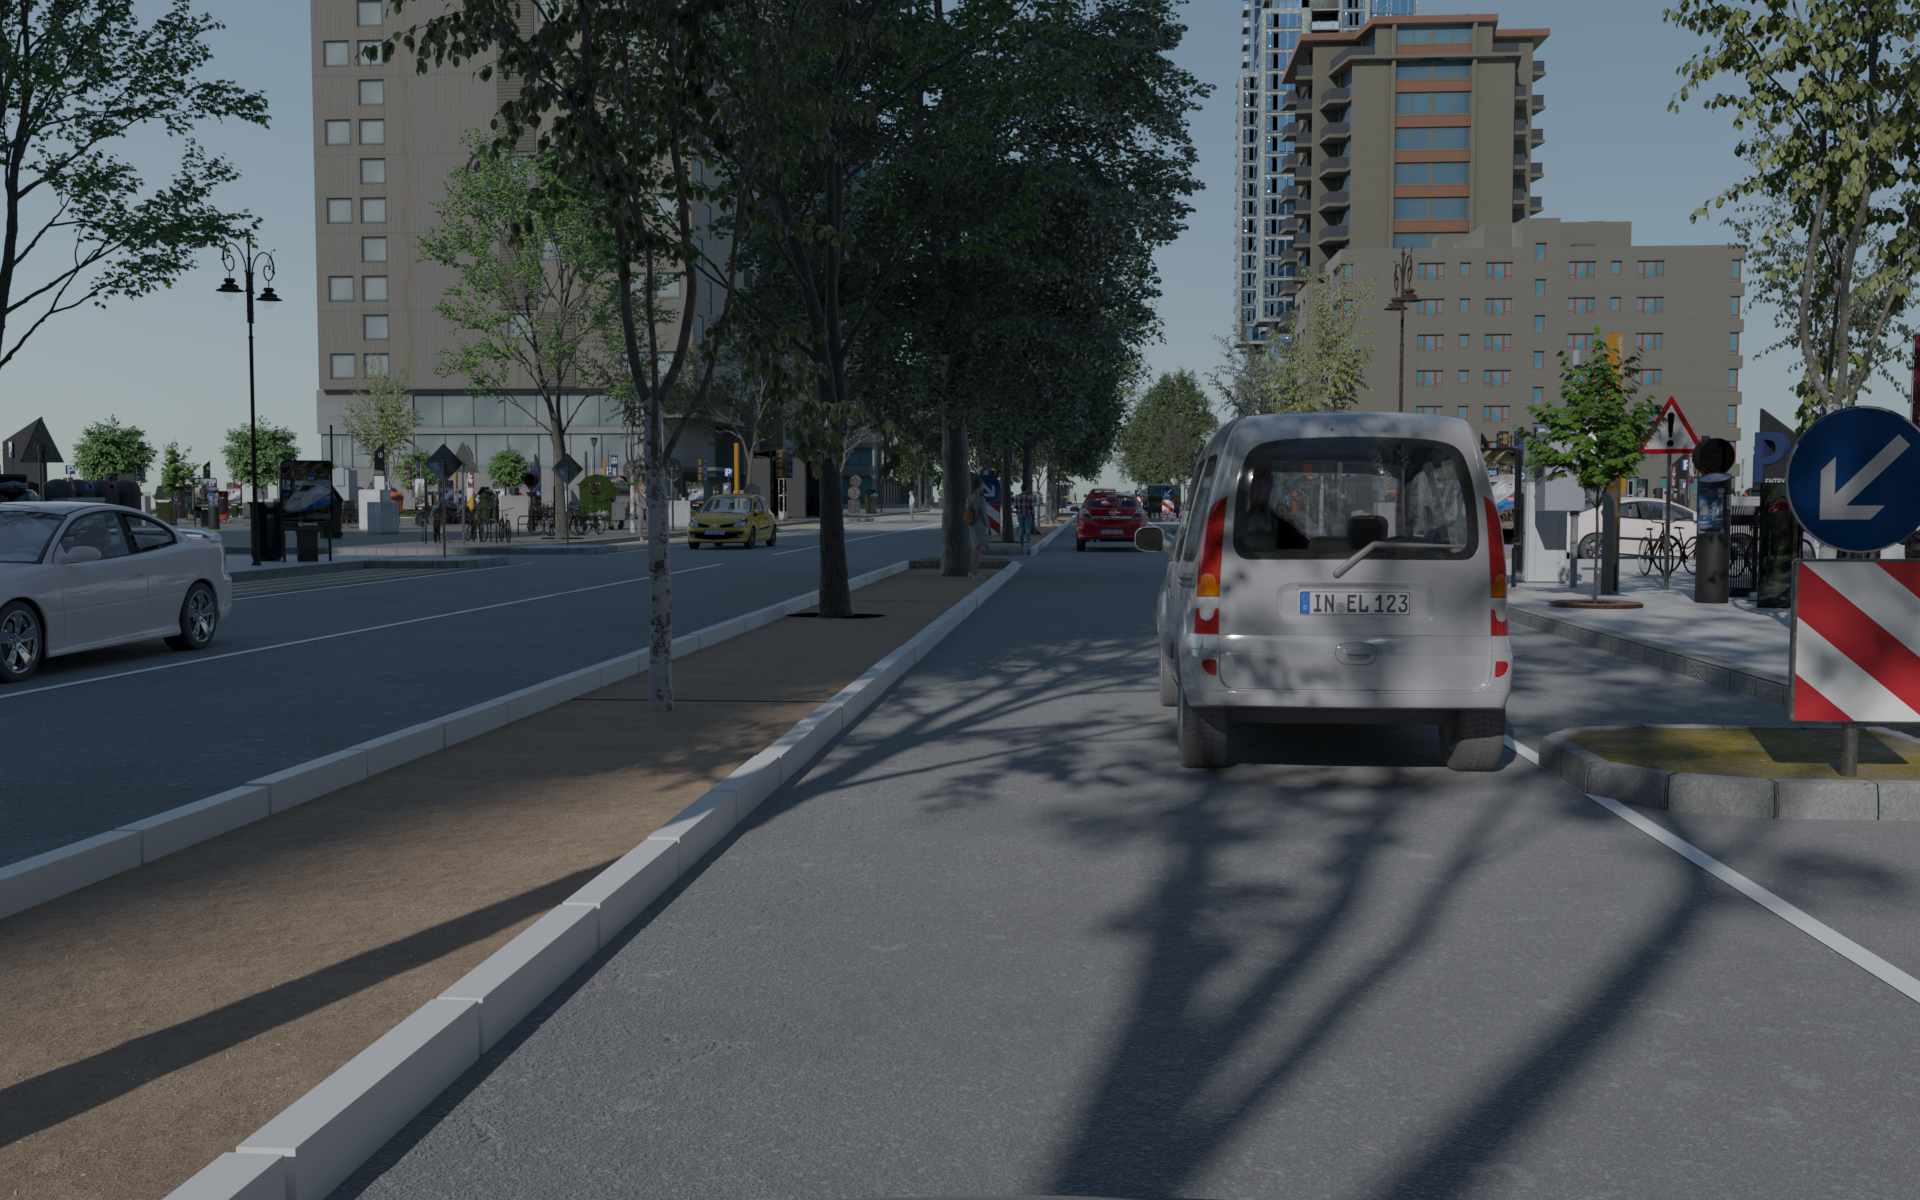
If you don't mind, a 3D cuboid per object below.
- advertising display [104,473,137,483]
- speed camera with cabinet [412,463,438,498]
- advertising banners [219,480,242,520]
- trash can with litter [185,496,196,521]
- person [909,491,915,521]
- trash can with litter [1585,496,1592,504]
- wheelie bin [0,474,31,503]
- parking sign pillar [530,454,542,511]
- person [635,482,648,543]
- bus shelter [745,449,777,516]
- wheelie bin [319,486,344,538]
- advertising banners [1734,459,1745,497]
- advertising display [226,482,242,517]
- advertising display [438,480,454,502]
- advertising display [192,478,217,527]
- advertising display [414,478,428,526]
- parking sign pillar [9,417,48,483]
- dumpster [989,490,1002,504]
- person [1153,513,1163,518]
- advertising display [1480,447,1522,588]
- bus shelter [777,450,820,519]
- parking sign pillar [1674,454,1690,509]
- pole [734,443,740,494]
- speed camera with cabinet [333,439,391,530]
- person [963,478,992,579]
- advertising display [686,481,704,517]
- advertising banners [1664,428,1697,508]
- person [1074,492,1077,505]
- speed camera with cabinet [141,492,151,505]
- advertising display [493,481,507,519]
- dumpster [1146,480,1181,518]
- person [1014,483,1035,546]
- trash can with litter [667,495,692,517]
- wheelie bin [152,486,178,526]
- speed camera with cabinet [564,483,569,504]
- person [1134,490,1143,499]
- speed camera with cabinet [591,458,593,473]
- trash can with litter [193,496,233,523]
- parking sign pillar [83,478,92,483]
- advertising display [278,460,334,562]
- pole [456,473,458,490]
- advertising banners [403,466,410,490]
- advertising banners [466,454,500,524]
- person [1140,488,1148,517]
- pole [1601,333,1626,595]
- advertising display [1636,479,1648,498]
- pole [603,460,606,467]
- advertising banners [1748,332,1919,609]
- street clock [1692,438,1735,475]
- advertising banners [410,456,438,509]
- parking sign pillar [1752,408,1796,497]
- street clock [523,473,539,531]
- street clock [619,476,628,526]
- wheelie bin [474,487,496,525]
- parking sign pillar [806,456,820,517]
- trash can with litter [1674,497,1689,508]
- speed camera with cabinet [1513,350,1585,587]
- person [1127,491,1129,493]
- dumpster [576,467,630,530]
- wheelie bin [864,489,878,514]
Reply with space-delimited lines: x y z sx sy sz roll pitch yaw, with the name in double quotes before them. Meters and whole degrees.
"advertising display" -25.444 -2.894 52.530 0.123 1.923 0.974 2 4 34
"speed camera with cabinet" -34.640 -7.204 112.121 0.660 3.252 2.038 1 4 19
"advertising banners" -35.536 -5.335 83.415 2.074 3.025 0.090 -1 4 -9
"trash can with litter" -37.275 -4.447 84.097 0.624 1.170 1.055 -2 4 -28
"person" -2.618 -5.100 93.692 0.330 1.601 0.589 0 4 1
"trash can with litter" 29.147 -4.450 83.809 2.233 1.210 1.678 -1 4 -16
"wheelie bin" -14.792 -1.163 26.916 0.980 1.594 0.693 -3 5 -45
"parking sign pillar" -28.579 -7.844 116.729 1.447 3.967 1.447 -2 4 -27
"person" -9.233 -2.579 50.933 0.573 1.790 0.520 1 4 13
"bus shelter" -10.061 -6.225 93.056 1.731 3.624 6.357 0 4 5
"wheelie bin" -18.321 -2.595 50.343 0.693 1.594 0.980 -2 4 -33
"advertising banners" 38.252 -5.434 85.041 0.090 3.025 2.074 3 4 36
"advertising display" -39.876 -5.504 95.200 0.974 1.923 0.123 1 4 20
"advertising display" -23.598 -4.545 79.528 0.123 1.923 0.974 1 4 22
"advertising display" -29.579 -3.831 67.853 0.123 1.923 0.974 3 4 39
"advertising display" -21.369 -3.882 68.680 0.123 1.923 0.974 -3 5 -41
"parking sign pillar" -32.564 -4.396 60.351 1.447 3.967 1.447 -1 4 -8
"dumpster" 4.115 -12.156 206.971 1.865 1.857 1.264 0 4 6
"person" 11.910 -5.937 104.938 0.474 1.900 0.648 -3 5 -45
"advertising display" 7.350 -1.154 24.086 0.123 1.923 0.974 -3 4 -37
"bus shelter" -8.244 -6.228 93.108 1.731 3.624 6.357 0 4 5
"parking sign pillar" 45.822 -7.442 110.151 1.447 3.967 1.447 -1 4 -20
"pole" -8.951 -4.629 69.531 0.158 3.312 0.155 0 3 0
"speed camera with cabinet" -21.330 -4.124 61.766 2.038 3.252 0.660 1 4 16
"person" 0.283 -1.200 29.120 0.522 1.701 0.512 -3 5 -44
"advertising display" -13.452 -5.063 87.998 0.974 1.923 0.123 -3 4 -37
"advertising banners" 18.824 -3.000 45.232 0.090 3.025 2.074 3 5 43
"person" 14.712 -12.825 219.655 0.593 1.643 0.415 1 4 21
"speed camera with cabinet" -56.814 -7.632 119.113 0.660 3.252 2.038 3 5 43
"advertising display" -23.637 -5.122 88.961 0.974 1.923 0.123 3 4 37
"dumpster" 11.720 -5.790 99.621 1.985 2.255 1.502 0 4 4
"person" 1.703 -2.237 45.909 0.563 1.720 0.643 1 4 15
"trash can with litter" -15.327 -5.229 96.557 2.233 1.210 1.678 3 5 44
"wheelie bin" -29.339 -3.430 63.987 0.980 1.594 0.693 0 4 -4
"speed camera with cabinet" -23.036 -6.478 100.249 0.660 3.252 2.038 -1 4 -19
"person" 12.257 -6.837 121.005 1.217 1.743 0.721 0 4 -2
"speed camera with cabinet" -19.381 -6.126 94.496 2.038 3.252 0.660 1 4 21
"trash can with litter" -34.108 -4.154 78.973 1.678 1.210 2.233 2 4 31
"parking sign pillar" -36.917 -5.222 73.857 1.447 3.967 1.447 0 4 -4
"advertising display" -12.390 -1.690 32.845 0.974 1.923 0.123 -3 4 -37
"pole" -32.769 -7.279 112.860 0.158 3.312 0.155 0 3 0
"advertising banners" -33.969 -6.901 109.024 2.074 3.025 0.090 -2 4 -32
"advertising banners" -20.801 -4.847 75.440 2.074 3.025 0.090 2 4 31
"person" 11.755 -6.238 110.401 0.836 1.842 0.656 2 4 25
"pole" 8.326 -1.728 22.095 0.158 3.312 0.155 0 3 0
"advertising display" 28.827 -4.159 73.208 0.123 1.923 0.974 0 4 1
"pole" -21.210 -6.696 103.315 0.158 3.312 0.155 0 3 0
"advertising banners" 9.849 -1.398 19.047 2.074 3.025 0.090 2 4 25
"street clock" 9.759 -1.095 22.480 0.471 2.002 0.358 0 4 0
"advertising banners" -24.816 -5.155 80.471 0.090 3.025 2.074 1 4 12
"parking sign pillar" 25.371 -4.002 53.910 1.447 3.967 1.447 -2 4 -28
"street clock" -14.788 -3.374 59.743 0.471 2.002 0.358 1 4 15
"street clock" -13.245 -3.862 67.721 0.471 2.002 0.358 -2 4 -25
"wheelie bin" -20.005 -3.985 73.062 0.693 1.594 0.980 1 4 16
"parking sign pillar" -8.224 -6.757 98.944 1.447 3.967 1.447 0 4 -3
"trash can with litter" 38.723 -5.067 93.905 1.678 1.210 2.233 -3 5 -39
"speed camera with cabinet" 8.363 -1.852 24.609 0.660 3.252 2.038 0 4 7
"person" 10.956 -6.288 113.117 0.589 1.601 0.330 -3 4 -36
"dumpster" -12.795 -3.644 62.069 1.502 2.255 1.985 0 4 5
"wheelie bin" -5.799 -6.418 112.842 0.980 1.594 0.693 1 4 18
